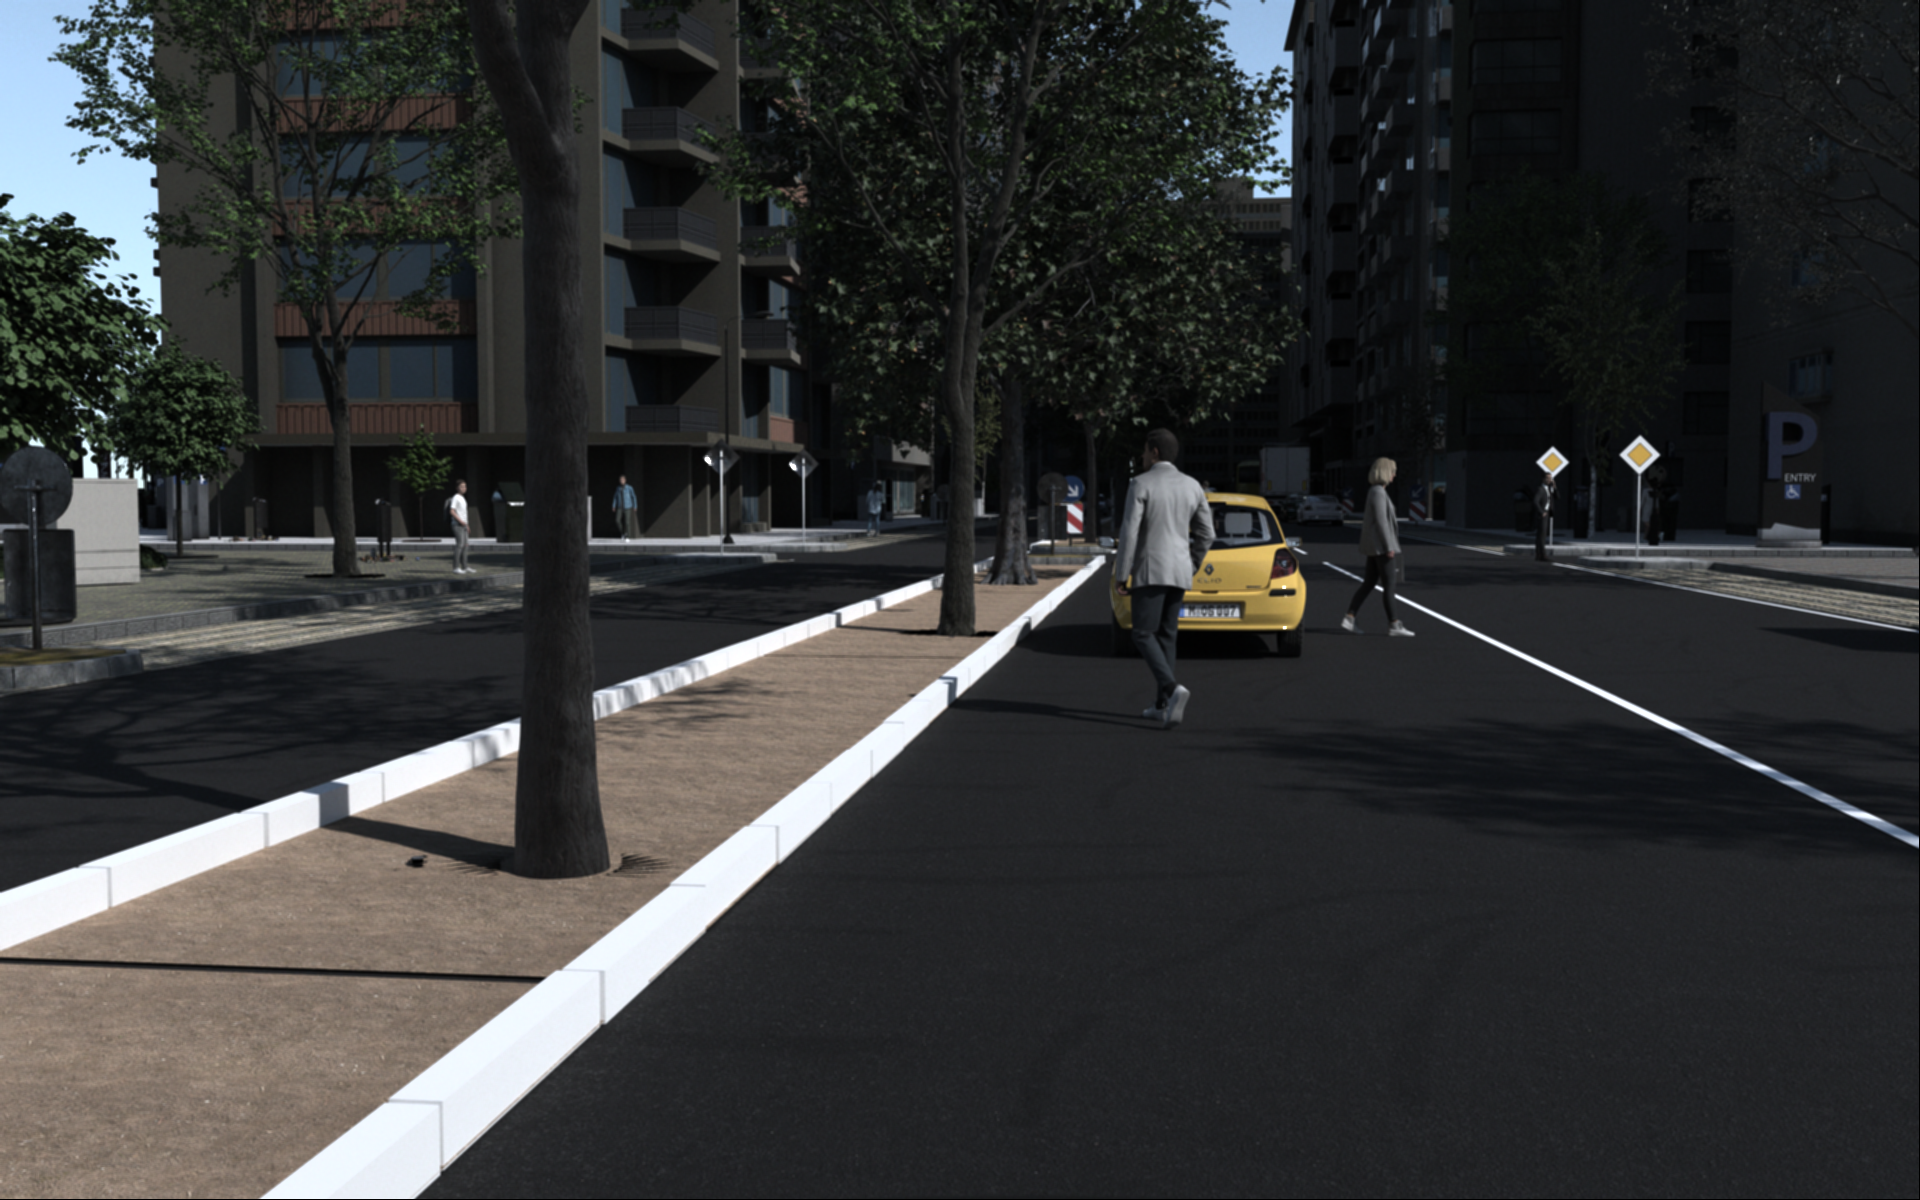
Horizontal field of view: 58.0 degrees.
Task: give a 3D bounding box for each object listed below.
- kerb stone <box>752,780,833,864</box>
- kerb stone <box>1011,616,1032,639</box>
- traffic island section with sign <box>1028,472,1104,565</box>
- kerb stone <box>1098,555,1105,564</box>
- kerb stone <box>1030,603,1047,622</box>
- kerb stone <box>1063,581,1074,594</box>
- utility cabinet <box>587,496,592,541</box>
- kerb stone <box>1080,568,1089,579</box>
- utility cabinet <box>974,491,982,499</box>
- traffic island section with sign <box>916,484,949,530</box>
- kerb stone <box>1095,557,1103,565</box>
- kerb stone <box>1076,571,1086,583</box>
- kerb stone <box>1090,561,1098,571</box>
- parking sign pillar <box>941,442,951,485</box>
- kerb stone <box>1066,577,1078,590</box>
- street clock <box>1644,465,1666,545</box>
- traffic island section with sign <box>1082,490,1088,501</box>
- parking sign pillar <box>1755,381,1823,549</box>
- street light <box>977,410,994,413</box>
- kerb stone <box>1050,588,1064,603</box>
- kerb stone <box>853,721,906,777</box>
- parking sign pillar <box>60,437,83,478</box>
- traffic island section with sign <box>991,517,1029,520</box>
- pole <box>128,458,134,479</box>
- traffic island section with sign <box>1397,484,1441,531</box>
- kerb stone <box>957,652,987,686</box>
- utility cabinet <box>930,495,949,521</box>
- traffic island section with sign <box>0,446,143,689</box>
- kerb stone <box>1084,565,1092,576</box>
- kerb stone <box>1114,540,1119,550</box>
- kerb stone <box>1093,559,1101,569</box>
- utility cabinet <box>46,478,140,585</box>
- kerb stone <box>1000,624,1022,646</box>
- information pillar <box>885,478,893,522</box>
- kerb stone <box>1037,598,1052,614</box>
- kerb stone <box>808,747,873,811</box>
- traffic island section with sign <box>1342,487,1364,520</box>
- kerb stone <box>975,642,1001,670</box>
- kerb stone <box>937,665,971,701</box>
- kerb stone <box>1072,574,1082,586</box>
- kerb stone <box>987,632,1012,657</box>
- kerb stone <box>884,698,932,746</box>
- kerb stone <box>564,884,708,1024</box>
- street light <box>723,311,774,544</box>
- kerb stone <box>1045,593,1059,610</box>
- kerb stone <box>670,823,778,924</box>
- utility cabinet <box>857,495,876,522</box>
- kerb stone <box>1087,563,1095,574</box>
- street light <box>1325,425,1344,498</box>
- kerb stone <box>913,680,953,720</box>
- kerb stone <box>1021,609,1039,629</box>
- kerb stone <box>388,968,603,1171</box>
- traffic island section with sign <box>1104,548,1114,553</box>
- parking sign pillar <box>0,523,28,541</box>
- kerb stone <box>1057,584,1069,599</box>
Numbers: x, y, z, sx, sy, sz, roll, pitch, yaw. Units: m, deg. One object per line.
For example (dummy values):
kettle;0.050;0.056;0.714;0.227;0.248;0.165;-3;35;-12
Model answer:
kerb stone;-0.696;0.917;7.206;0.120;0.150;1.000;0;4;7
kerb stone;0.594;0.294;17.381;0.120;0.150;1.000;0;4;7
traffic island section with sign;1.863;-1.689;35.746;2.006;1.907;1.989;0;4;7
kerb stone;2.772;-0.760;34.676;0.120;0.150;1.000;0;4;7
kerb stone;0.844;0.170;19.415;0.120;0.150;1.000;0;4;7
kerb stone;1.484;-0.135;24.496;0.120;0.150;1.000;0;4;7
utility cabinet;-10.605;-2.228;47.582;1.020;1.237;0.306;2;4;30
kerb stone;2.004;-0.389;28.561;0.120;0.150;1.000;0;4;7
utility cabinet;0.904;-6.368;112.788;1.173;1.500;0.318;2;4;28
traffic island section with sign;-0.616;-3.672;68.670;1.989;1.847;2.006;0;4;7
kerb stone;2.648;-0.692;33.660;0.120;0.150;1.000;0;4;7
kerb stone;1.876;-0.327;27.547;0.120;0.150;1.000;0;4;7
kerb stone;2.387;-0.577;31.623;0.120;0.150;1.000;0;4;7
parking sign pillar;-0.615;-6.263;90.874;1.447;3.967;1.447;-1;4;-18
kerb stone;1.614;-0.203;25.519;0.120;0.150;1.000;0;4;7
street clock;17.384;-2.372;43.347;0.471;2.002;0.358;3;4;37
traffic island section with sign;12.449;-9.990;171.961;1.989;1.847;2.006;0;4;7
parking sign pillar;19.731;-3.221;41.143;1.447;3.967;1.447;1;4;9
street light;1.167;-7.547;95.938;1.470;5.913;1.316;0;4;7
kerb stone;1.224;-0.016;22.461;0.120;0.150;1.000;0;4;7
kerb stone;-0.439;0.799;9.240;0.120;0.150;1.000;0;4;7
parking sign pillar;-29.728;-4.220;57.473;1.447;3.967;1.447;2;4;23
traffic island section with sign;2.767;-5.308;95.413;1.989;1.847;2.006;0;4;7
pole;-33.682;-4.682;70.399;0.158;3.312;0.155;0;3;0
traffic island section with sign;17.600;-3.600;67.491;1.989;1.847;2.006;0;4;7
kerb stone;0.074;0.543;13.321;0.120;0.150;1.000;0;4;7
utility cabinet;-0.979;-4.405;83.183;1.020;1.237;0.306;-3;5;-44
traffic island section with sign;-7.596;-0.299;13.518;1.989;1.847;2.006;0;4;7
kerb stone;2.131;-0.451;29.576;0.120;0.150;1.000;0;4;7
kerb stone;4.247;-1.478;46.368;0.120;0.150;1.000;0;4;7
kerb stone;2.519;-0.636;32.639;0.120;0.150;1.000;0;4;7
utility cabinet;-12.144;-0.953;24.254;0.318;1.500;1.173;2;4;35
kerb stone;0.455;0.361;16.369;0.120;0.150;1.000;0;4;7
information pillar;-3.276;-4.634;80.259;0.304;2.012;0.304;1;4;10
kerb stone;0.963;0.108;20.430;0.120;0.150;1.000;0;4;7
kerb stone;-0.570;0.857;8.226;0.120;0.150;1.000;0;4;7
traffic island section with sign;21.074;-5.280;94.951;1.989;1.847;2.006;0;4;7
kerb stone;0.204;0.483;14.335;0.120;0.150;1.000;0;4;7
kerb stone;-0.057;0.605;12.307;0.120;0.150;1.000;0;4;7
kerb stone;1.743;-0.265;26.534;0.120;0.150;1.000;0;4;7
kerb stone;0.333;0.419;15.349;0.120;0.150;1.000;0;4;7
kerb stone;-0.313;0.730;10.264;0.120;0.150;1.000;0;4;7
kerb stone;-0.955;1.043;5.179;0.120;0.150;1.000;0;4;7
street light;-5.424;-4.385;44.233;1.470;5.913;1.316;0;4;7
kerb stone;1.104;0.046;21.444;0.120;0.150;1.000;0;4;7
kerb stone;-0.833;0.979;6.194;0.120;0.150;1.000;0;4;7
utility cabinet;-4.327;-4.283;81.184;1.020;1.237;0.306;3;4;36
kerb stone;2.264;-0.514;30.599;0.120;0.150;1.000;0;4;7
street light;25.186;-8.789;116.245;1.470;5.913;1.316;0;4;7
kerb stone;-0.188;0.667;11.291;0.120;0.150;1.000;0;4;7
kerb stone;0.717;0.232;18.401;0.120;0.150;1.000;0;4;7
kerb stone;-1.090;1.103;4.166;0.120;0.150;1.000;0;4;7
traffic island section with sign;2.802;-2.138;43.094;2.006;1.907;1.989;0;4;7
parking sign pillar;-26.273;-3.646;48.091;1.447;3.967;1.447;-1;4;-10
kerb stone;1.350;-0.078;23.476;0.120;0.150;1.000;0;4;7
